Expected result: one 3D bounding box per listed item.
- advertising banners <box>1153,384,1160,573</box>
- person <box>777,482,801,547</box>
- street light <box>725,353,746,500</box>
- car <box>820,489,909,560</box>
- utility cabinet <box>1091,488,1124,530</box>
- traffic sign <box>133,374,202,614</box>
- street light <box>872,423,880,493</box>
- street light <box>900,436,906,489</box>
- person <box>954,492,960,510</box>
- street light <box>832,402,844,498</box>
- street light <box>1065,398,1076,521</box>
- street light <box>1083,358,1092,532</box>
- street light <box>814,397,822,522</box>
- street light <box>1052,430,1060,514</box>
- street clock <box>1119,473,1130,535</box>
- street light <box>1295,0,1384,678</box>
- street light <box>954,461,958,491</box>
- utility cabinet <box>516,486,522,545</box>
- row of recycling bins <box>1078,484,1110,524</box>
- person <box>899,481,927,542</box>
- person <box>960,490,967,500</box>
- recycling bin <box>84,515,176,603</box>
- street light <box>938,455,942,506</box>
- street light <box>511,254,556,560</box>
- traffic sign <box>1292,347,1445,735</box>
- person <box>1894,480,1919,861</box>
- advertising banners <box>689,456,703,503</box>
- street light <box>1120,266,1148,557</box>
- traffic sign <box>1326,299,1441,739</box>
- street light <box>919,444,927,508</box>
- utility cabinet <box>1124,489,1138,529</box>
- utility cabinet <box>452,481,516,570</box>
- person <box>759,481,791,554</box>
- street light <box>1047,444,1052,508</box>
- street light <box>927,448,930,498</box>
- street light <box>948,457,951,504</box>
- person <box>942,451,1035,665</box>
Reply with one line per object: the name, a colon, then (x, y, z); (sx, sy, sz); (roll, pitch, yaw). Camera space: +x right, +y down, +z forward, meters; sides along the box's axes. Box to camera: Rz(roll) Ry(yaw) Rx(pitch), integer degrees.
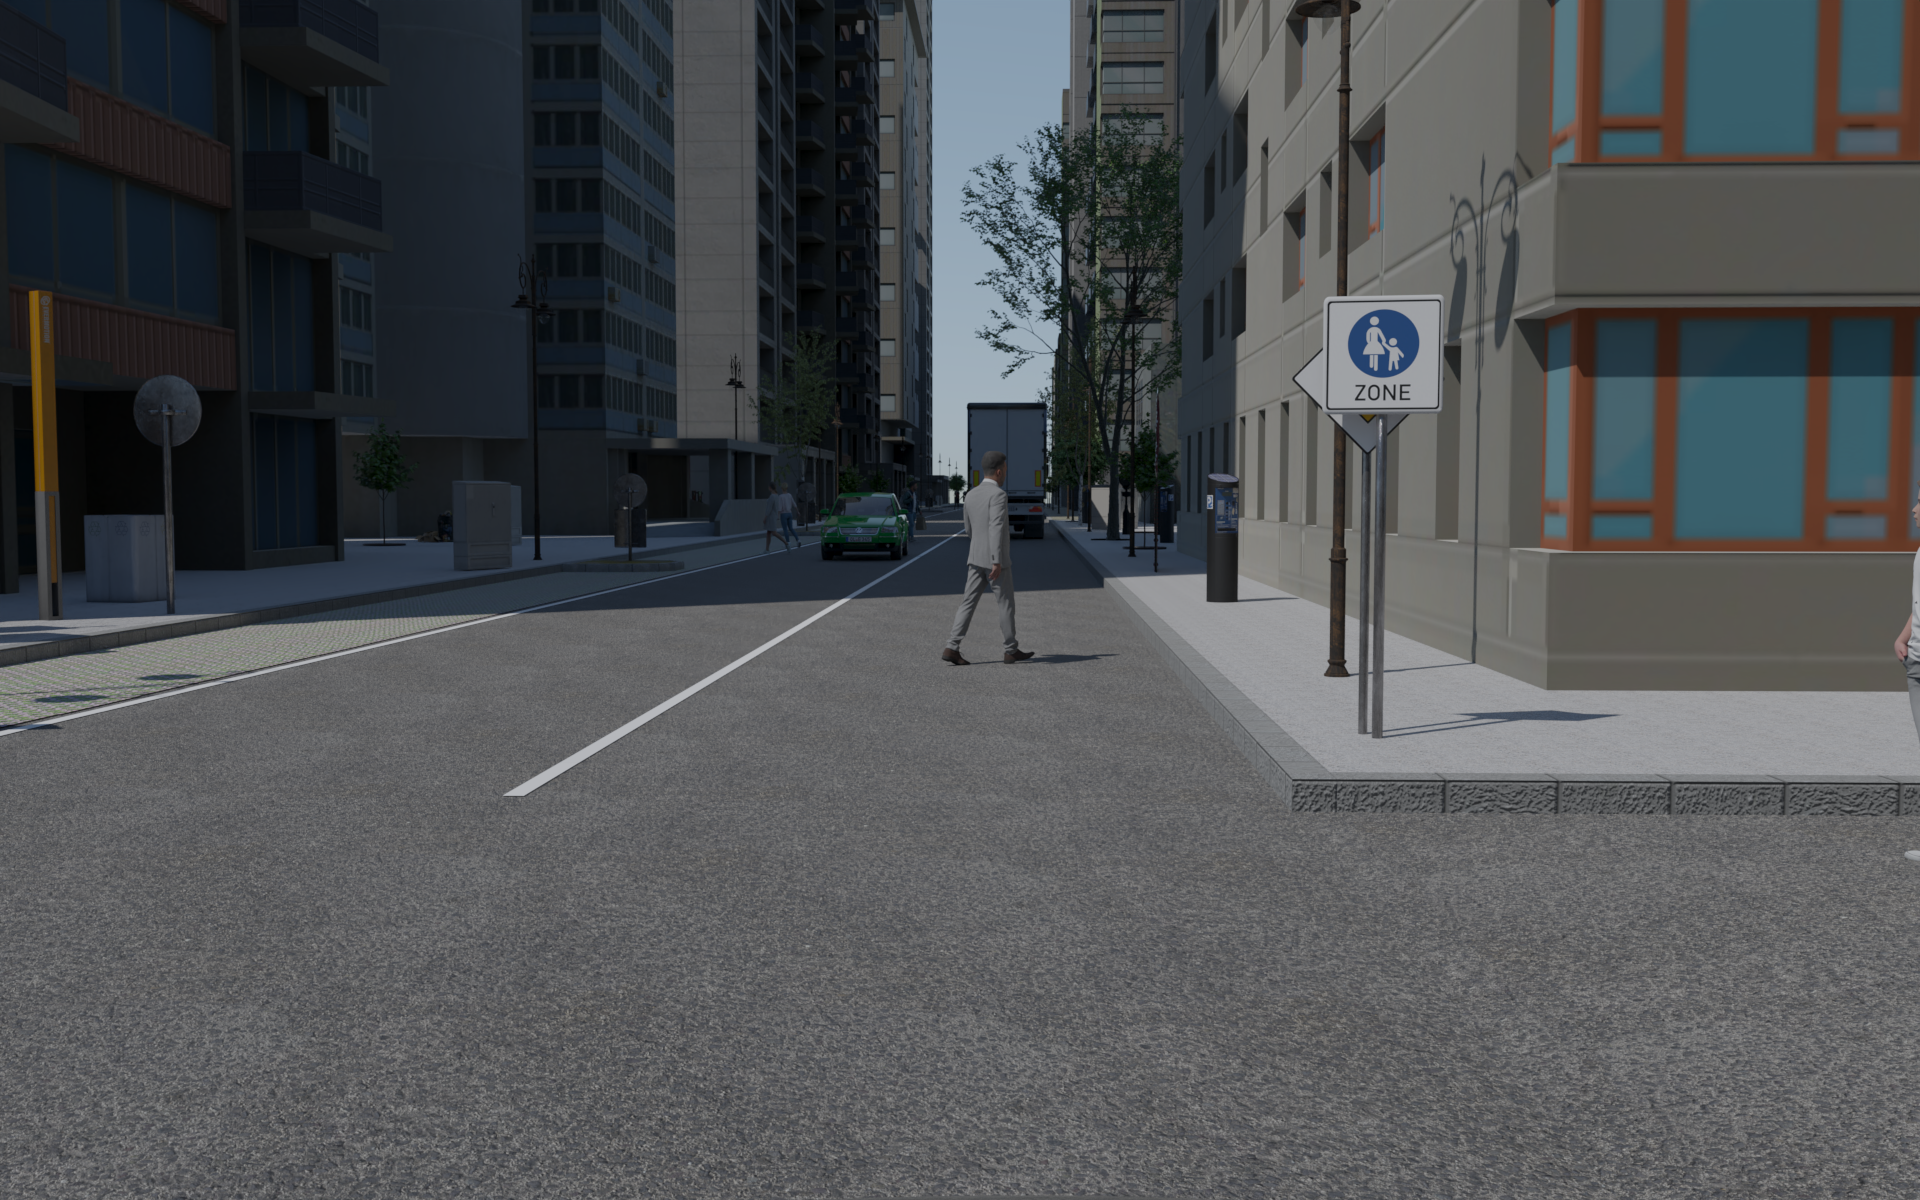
advertising banners: (3.248, -1.984, 28.618); (0.090, 3.025, 2.074); (0, 4, 6)
person: (-4.504, -2.275, 46.362); (0.598, 1.740, 0.731); (2, 4, 29)
street light: (-7.357, -5.149, 56.966); (0.468, 5.910, 1.993); (0, 4, 2)
car: (-2.115, -1.849, 39.035); (1.959, 1.807, 4.718); (0, 4, 1)
utility cabinet: (5.189, -3.226, 61.417); (0.318, 1.500, 1.173); (-3, 5, -41)
traffic sign: (-8.451, -1.123, 18.471); (0.768, 2.556, 0.104); (0, 4, 6)
street light: (-5.308, -8.441, 110.799); (0.468, 5.910, 1.993); (0, 4, 2)
street light: (-4.418, -9.859, 133.982); (0.468, 5.910, 1.993); (0, 4, 2)
person: (-0.313, -9.069, 158.250); (0.593, 1.643, 0.415); (-2, 4, -31)
street light: (-6.162, -7.004, 87.299); (0.468, 5.910, 1.993); (0, 4, 2)
street light: (5.416, -6.735, 82.906); (0.468, 5.910, 1.993); (0, 4, 2)
street light: (4.394, -5.254, 58.693); (0.468, 5.910, 1.993); (0, 4, 2)
street light: (-6.496, -6.567, 80.151); (0.468, 5.910, 1.993); (0, 4, 2)
street light: (6.486, -8.608, 113.531); (0.468, 5.910, 1.993); (0, 4, 2)
street clock: (5.255, -3.068, 54.730); (0.471, 2.002, 0.358); (3, 4, 36)
street light: (2.654, -2.399, 12.016); (0.468, 5.910, 1.993); (0, 4, 2)
street light: (-0.500, -16.356, 240.213); (0.468, 5.910, 1.993); (0, 4, 2)
utility cabinet: (-11.300, -2.087, 42.802); (0.318, 1.500, 1.173); (1, 4, 21)
row of recycling bins: (5.974, -4.151, 74.977); (1.069, 1.692, 3.534); (-1, 4, -12)
person: (-1.388, -2.620, 51.321); (0.794, 1.824, 0.713); (-3, 5, -41)
person: (0.611, -8.094, 140.858); (1.348, 1.821, 0.705); (-1, 4, -10)
recycling bin: (-9.951, -0.503, 20.772); (0.722, 1.027, 0.722); (1, 4, 14)
street light: (-2.237, -13.509, 193.654); (0.468, 5.910, 1.993); (0, 4, 2)
street light: (-8.211, -3.713, 33.495); (0.468, 5.910, 1.993); (0, 4, 2)
traffic sign: (2.150, -0.340, 9.195); (0.795, 2.450, 0.064); (0, 4, 2)
person: (3.821, 0.273, 6.641); (0.523, 1.515, 0.503); (-2, 4, -34)
advertising banners: (-11.713, -4.900, 76.310); (0.090, 3.025, 2.074); (1, 4, 11)
street light: (3.515, -3.817, 35.201); (0.468, 5.910, 1.993); (0, 4, 2)
traffic sign: (2.192, -0.422, 9.033); (0.606, 2.300, 0.079); (1, 4, 10)
street light: (-3.555, -11.294, 157.446); (0.468, 5.910, 1.993); (0, 4, 2)
utility cabinet: (5.936, -3.364, 63.688); (1.173, 1.500, 0.318); (2, 4, 27)
utility cabinet: (-8.080, -1.265, 29.355); (0.318, 1.500, 1.173); (1, 4, 23)
person: (-4.404, -1.950, 41.137); (0.760, 1.731, 0.466); (-1, 4, -23)
street light: (7.347, -10.026, 136.715); (0.468, 5.910, 1.993); (0, 4, 2)
street light: (-3.107, -12.034, 169.543); (0.468, 5.910, 1.993); (0, 4, 2)
street light: (-1.315, -14.927, 216.836); (0.468, 5.910, 1.993); (0, 4, 2)
person: (0.226, -0.353, 14.552); (0.850, 1.792, 0.678); (-2, 4, -35)
